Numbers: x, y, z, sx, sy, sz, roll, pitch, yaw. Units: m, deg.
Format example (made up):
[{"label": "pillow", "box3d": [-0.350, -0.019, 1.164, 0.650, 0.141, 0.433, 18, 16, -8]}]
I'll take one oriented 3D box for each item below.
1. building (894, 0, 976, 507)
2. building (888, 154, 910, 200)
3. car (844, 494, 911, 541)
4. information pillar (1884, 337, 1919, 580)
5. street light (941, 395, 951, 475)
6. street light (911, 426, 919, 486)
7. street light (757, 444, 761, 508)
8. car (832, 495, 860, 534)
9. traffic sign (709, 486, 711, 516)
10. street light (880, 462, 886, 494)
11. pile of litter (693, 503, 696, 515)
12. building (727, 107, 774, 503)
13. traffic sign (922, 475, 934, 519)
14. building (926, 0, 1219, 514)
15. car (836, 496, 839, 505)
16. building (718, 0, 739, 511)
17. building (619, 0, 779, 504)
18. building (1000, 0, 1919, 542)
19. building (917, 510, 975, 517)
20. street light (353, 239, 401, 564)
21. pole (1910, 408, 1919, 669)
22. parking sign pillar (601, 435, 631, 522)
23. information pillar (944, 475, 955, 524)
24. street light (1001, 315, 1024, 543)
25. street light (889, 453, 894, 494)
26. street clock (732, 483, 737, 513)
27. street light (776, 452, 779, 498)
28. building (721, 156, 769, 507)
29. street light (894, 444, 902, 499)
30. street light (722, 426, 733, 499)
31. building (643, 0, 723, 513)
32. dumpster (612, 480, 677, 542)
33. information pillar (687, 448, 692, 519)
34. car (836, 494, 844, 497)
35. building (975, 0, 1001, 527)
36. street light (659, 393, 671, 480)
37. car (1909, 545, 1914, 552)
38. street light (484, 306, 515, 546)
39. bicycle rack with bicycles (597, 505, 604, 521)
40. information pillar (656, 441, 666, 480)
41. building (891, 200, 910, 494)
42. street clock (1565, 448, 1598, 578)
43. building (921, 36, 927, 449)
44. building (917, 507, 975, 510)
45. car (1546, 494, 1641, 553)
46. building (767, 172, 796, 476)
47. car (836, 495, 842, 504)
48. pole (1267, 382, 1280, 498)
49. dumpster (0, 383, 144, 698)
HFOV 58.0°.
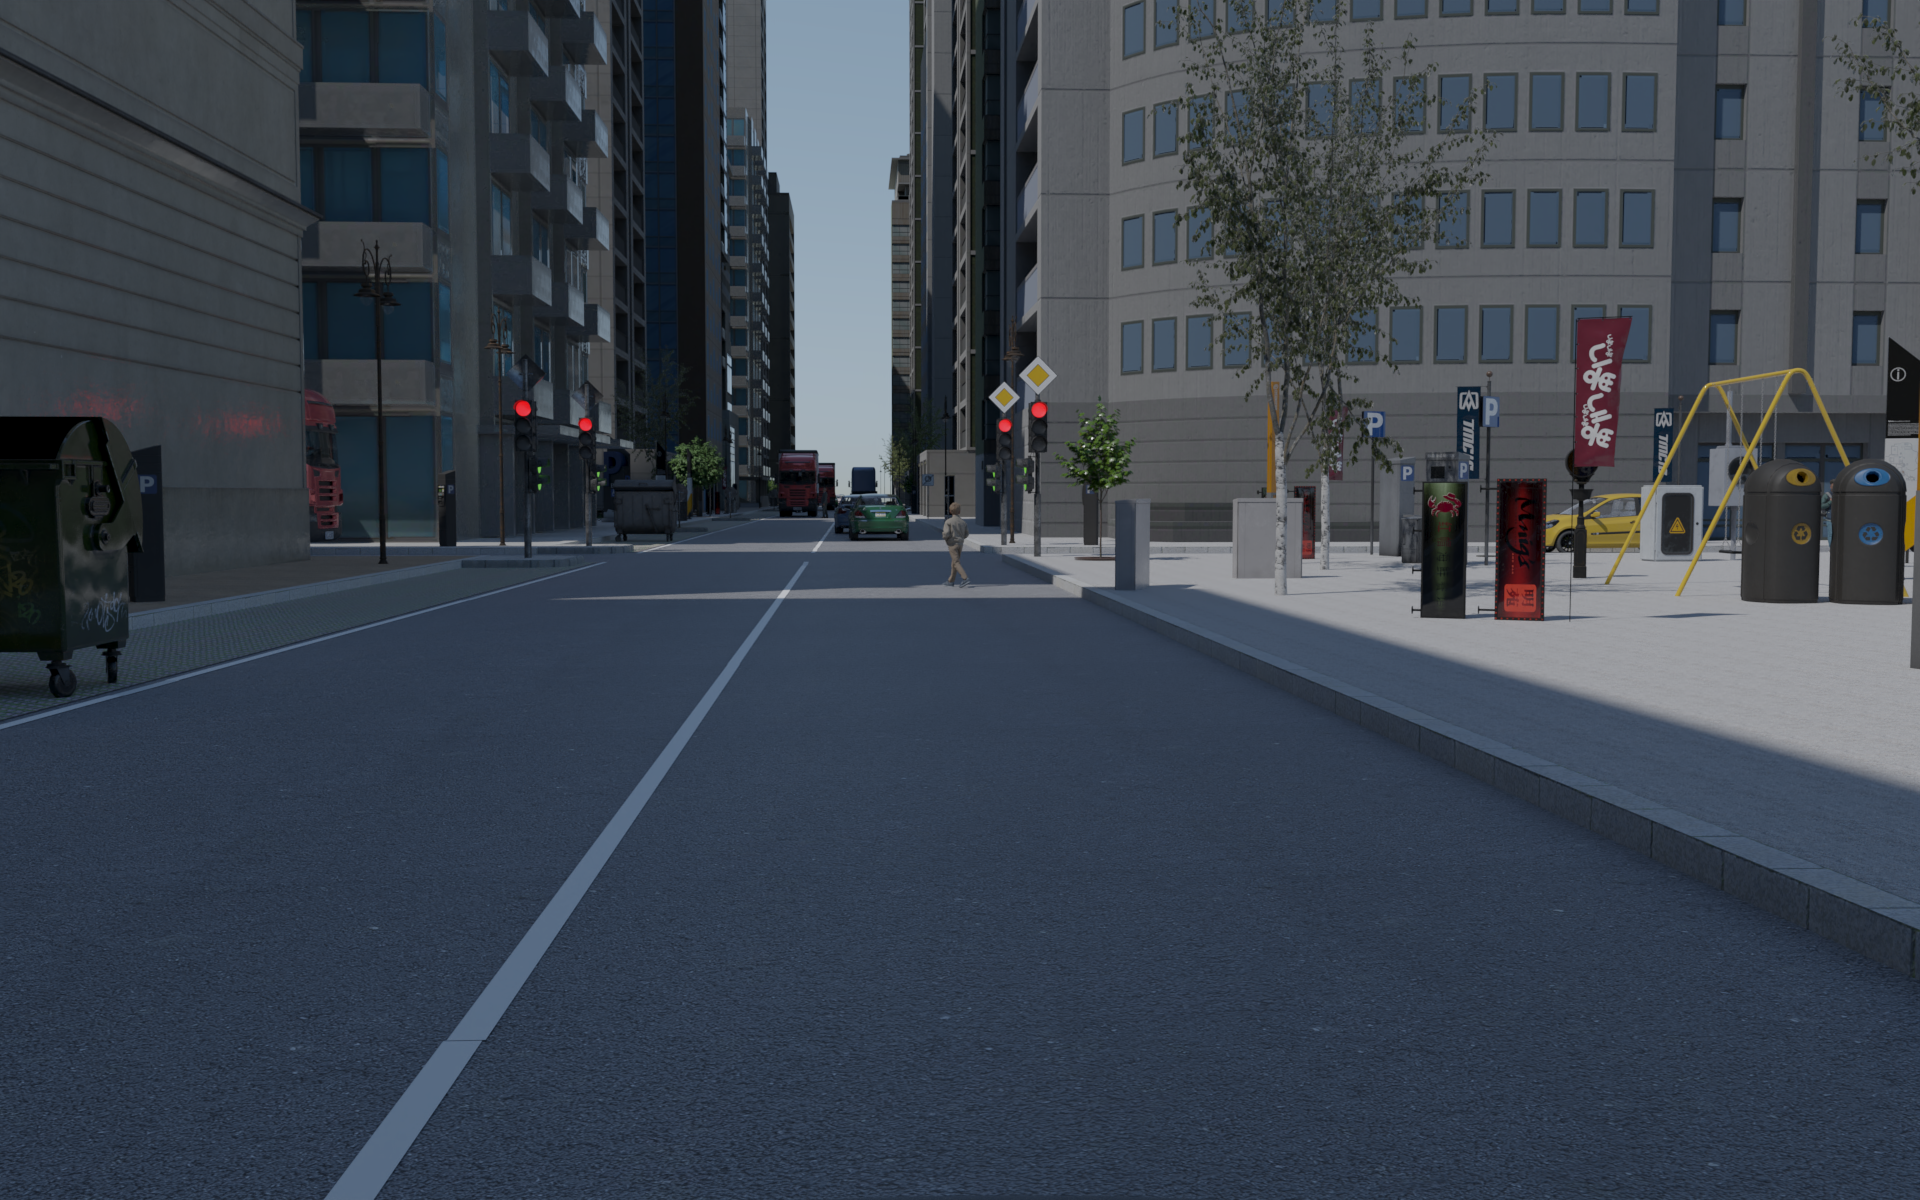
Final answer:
[{"label": "building", "box3d": [1.761, -48.130, 225.173, 20.563, 71.187, 20.611, 0, 4, -3]}, {"label": "building", "box3d": [3.744, -41.285, 264.251, 28.713, 52.752, 27.495, 0, 4, -3]}, {"label": "car", "box3d": [-2.593, -2.630, 54.791, 2.131, 1.459, 4.920, 0, 4, -5]}, {"label": "information pillar", "box3d": [14.036, -2.108, 25.823, 0.504, 3.616, 0.183, 1, 4, 22]}, {"label": "street light", "box3d": [-0.670, -6.614, 80.927, 0.468, 5.910, 1.993, 0, 4, -3]}, {"label": "street light", "box3d": [-3.295, -9.157, 122.510, 0.468, 5.910, 1.993, 0, 4, -3]}, {"label": "street light", "box3d": [-18.107, -11.231, 156.412, 0.468, 5.910, 1.993, 0, 4, -3]}, {"label": "car", "box3d": [-3.733, -3.187, 64.114, 2.014, 1.417, 4.499, 0, 4, -2]}, {"label": "traffic sign", "box3d": [-14.287, -6.045, 98.941, 0.768, 2.556, 0.104, 0, 4, 4]}, {"label": "street light", "box3d": [-10.503, -16.419, 241.238, 0.468, 5.910, 1.993, 0, 4, -3]}, {"label": "pile of litter", "box3d": [-16.098, -5.515, 104.136, 1.719, 0.858, 1.176, -1, 4, -12]}, {"label": "building", "box3d": [-35.365, -36.478, 216.025, 23.786, 49.044, 30.456, 0, 4, -3]}, {"label": "traffic sign", "box3d": [-1.640, -5.305, 88.868, 0.606, 2.300, 0.079, 0, 3, 0]}, {"label": "building", "box3d": [7.706, -36.788, 143.490, 21.231, 58.520, 28.212, 0, 4, -3]}, {"label": "car", "box3d": [-13.878, -10.759, 184.712, 1.959, 1.807, 4.718, 0, 4, -4]}, {"label": "building", "box3d": [-29.683, -50.894, 144.785, 22.319, 86.520, 31.000, 0, 4, -3]}, {"label": "building", "box3d": [-35.003, -49.092, 240.903, 20.563, 71.187, 20.611, 0, 4, -3]}, {"label": "building", "box3d": [16.062, -31.345, 54.487, 28.212, 58.520, 21.231, 0, 4, -3]}, {"label": "building", "box3d": [8.064, -40.409, 98.947, 20.563, 71.187, 20.611, 0, 4, -3]}, {"label": "street light", "box3d": [-10.605, -3.601, 31.667, 0.468, 5.910, 1.993, 0, 4, -3]}, {"label": "pole", "box3d": [7.093, -1.147, 12.603, 0.158, 3.312, 0.155, 0, 3, 0]}, {"label": "parking sign pillar", "box3d": [-15.607, -5.523, 78.778, 1.447, 3.967, 1.447, 2, 4, 32]}, {"label": "information pillar", "box3d": [-0.408, -3.875, 67.854, 0.304, 2.012, 0.304, -2, 4, -31]}, {"label": "street light", "box3d": [1.362, -4.417, 45.002, 0.468, 5.910, 1.993, 0, 4, -3]}, {"label": "street light", "box3d": [-8.239, -14.223, 205.327, 0.468, 5.910, 1.993, 0, 4, -3]}, {"label": "street clock", "box3d": [-15.278, -6.909, 117.527, 0.358, 2.002, 0.471, -1, 4, -20]}, {"label": "street light", "box3d": [-20.248, -13.428, 192.330, 0.468, 5.910, 1.993, 0, 4, -3]}, {"label": "building", "box3d": [-35.796, -29.446, 173.325, 32.217, 40.220, 23.993, 0, 4, -3]}, {"label": "street light", "box3d": [-5.541, -11.354, 158.422, 0.468, 5.910, 1.993, 0, 4, -3]}, {"label": "street light", "box3d": [-15.503, -8.688, 114.838, 0.468, 5.910, 1.993, 0, 4, -3]}, {"label": "building", "box3d": [-24.591, -28.961, 123.622, 14.600, 45.320, 14.200, 0, 4, -3]}, {"label": "dumpster", "box3d": [-9.458, -2.683, 52.084, 1.865, 1.857, 1.264, 0, 4, -3]}, {"label": "information pillar", "box3d": [-13.731, -5.906, 87.923, 0.183, 3.616, 0.504, -2, 4, -30]}, {"label": "car", "box3d": [-16.735, -13.998, 240.866, 2.014, 1.417, 4.499, 0, 4, -4]}, {"label": "building", "box3d": [7.530, -18.538, 74.799, 14.160, 30.474, 14.107, 0, 4, -3]}, {"label": "street light", "box3d": [-13.402, -6.491, 78.917, 0.468, 5.910, 1.993, 0, 4, -3]}, {"label": "car", "box3d": [24.476, -1.922, 40.106, 5.304, 1.827, 2.281, 0, 4, -4]}, {"label": "street light", "box3d": [-11.355, -4.284, 42.823, 0.468, 5.910, 1.993, 0, 4, -3]}, {"label": "bicycle rack with bicycles", "box3d": [-18.038, -4.300, 83.685, 2.925, 0.926, 2.852, 3, 5, 45]}, {"label": "information pillar", "box3d": [-13.292, -5.230, 76.863, 0.183, 3.616, 0.504, 3, 5, 42]}, {"label": "building", "box3d": [-2.653, -34.225, 243.168, 14.154, 41.232, 14.086, 0, 4, -3]}, {"label": "street clock", "box3d": [9.458, -1.334, 26.381, 0.471, 2.002, 0.358, 1, 4, 14]}, {"label": "building", "box3d": [3.460, -31.491, 164.988, 14.600, 45.320, 14.200, 0, 4, -3]}, {"label": "building", "box3d": [4.616, -45.519, 182.487, 20.563, 71.187, 20.611, 0, 4, -3]}, {"label": "car", "box3d": [15.512, -1.919, 41.604, 3.980, 1.641, 2.015, 0, 4, -2]}, {"label": "building", "box3d": [-36.080, -39.079, 262.645, 21.300, 48.544, 21.600, 0, 4, -3]}, {"label": "car", "box3d": [-14.691, -11.708, 203.779, 2.083, 1.381, 4.827, 0, 4, -3]}, {"label": "pole", "box3d": [5.698, -2.306, 31.546, 0.158, 3.312, 0.155, 0, 3, 0]}, {"label": "dumpster", "box3d": [-7.128, -0.458, 12.433, 1.985, 2.255, 1.502, 0, 4, -5]}]
